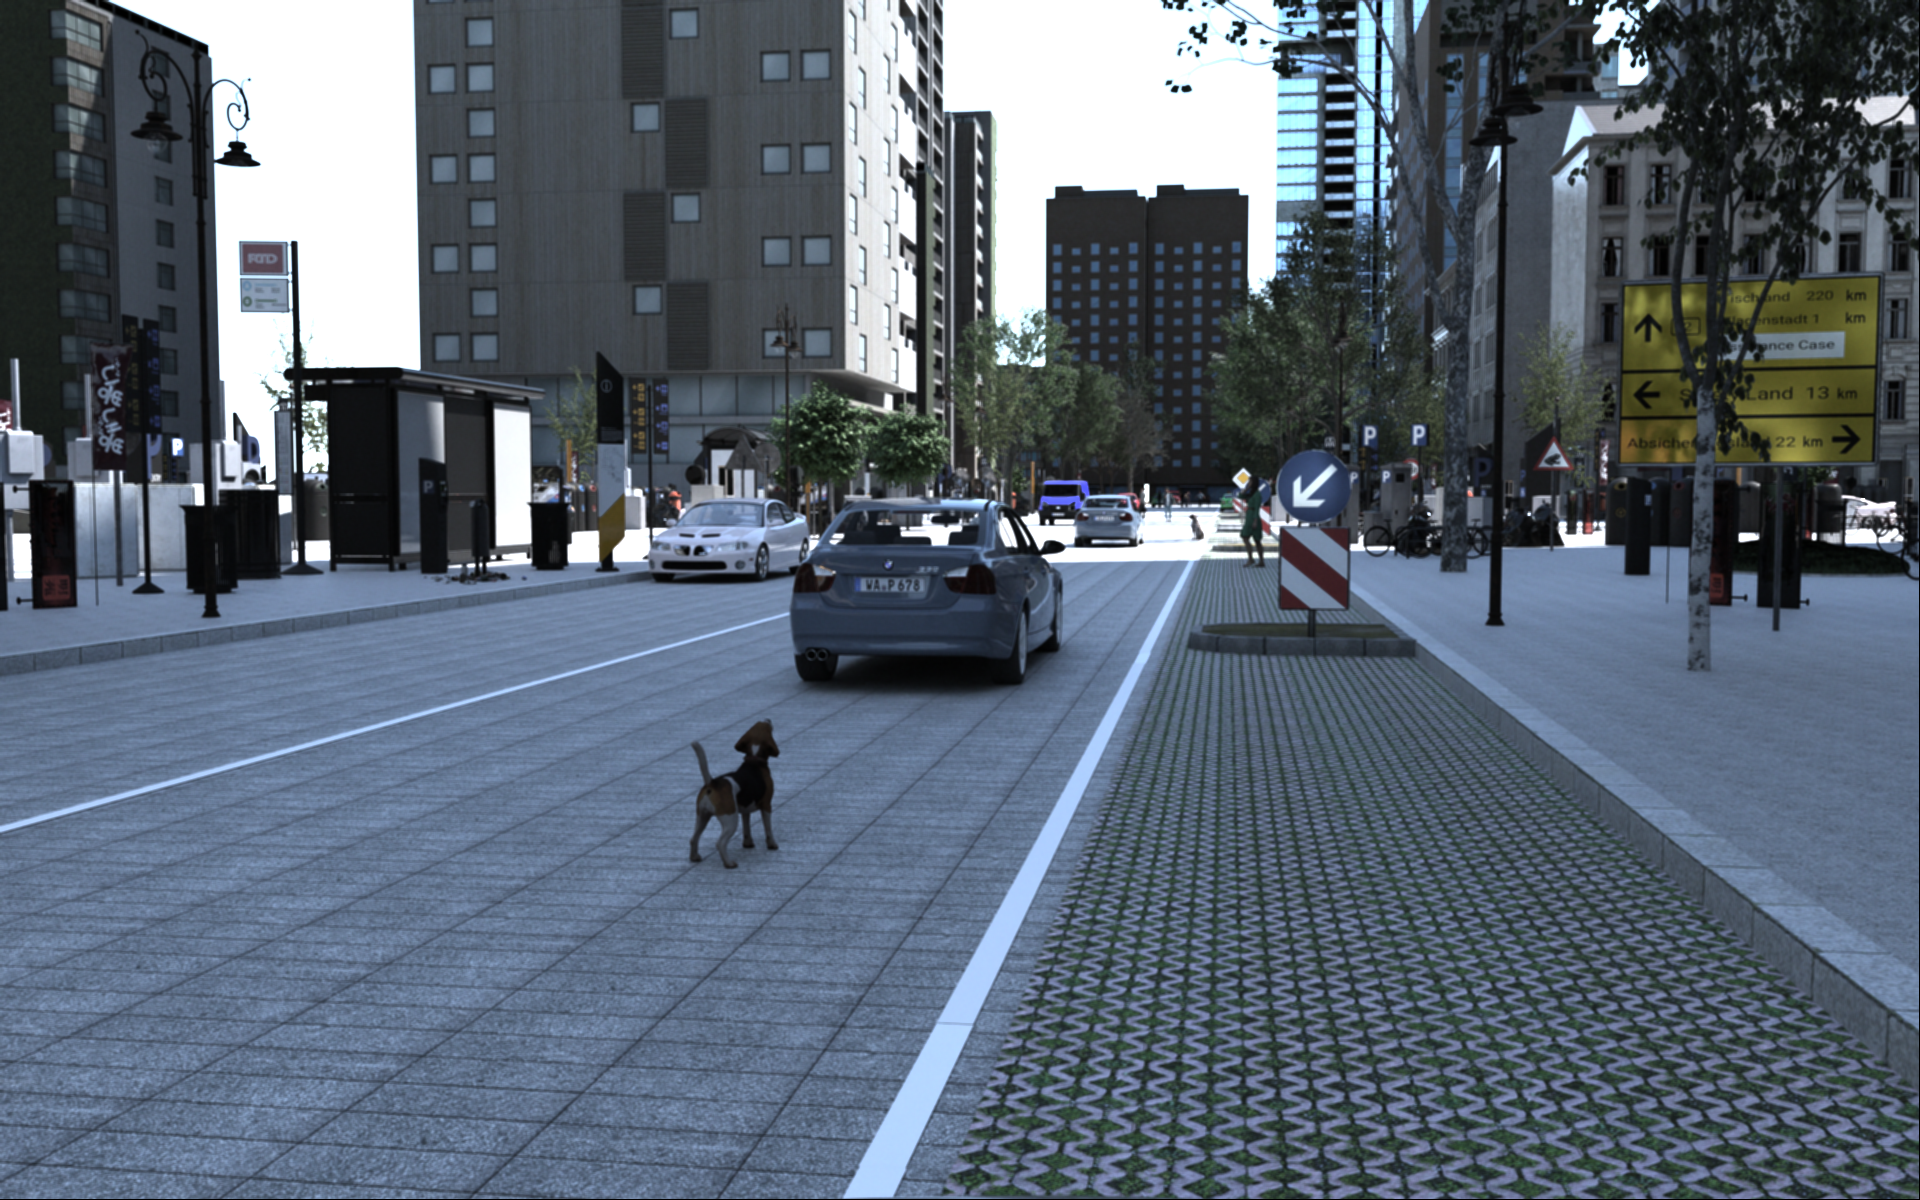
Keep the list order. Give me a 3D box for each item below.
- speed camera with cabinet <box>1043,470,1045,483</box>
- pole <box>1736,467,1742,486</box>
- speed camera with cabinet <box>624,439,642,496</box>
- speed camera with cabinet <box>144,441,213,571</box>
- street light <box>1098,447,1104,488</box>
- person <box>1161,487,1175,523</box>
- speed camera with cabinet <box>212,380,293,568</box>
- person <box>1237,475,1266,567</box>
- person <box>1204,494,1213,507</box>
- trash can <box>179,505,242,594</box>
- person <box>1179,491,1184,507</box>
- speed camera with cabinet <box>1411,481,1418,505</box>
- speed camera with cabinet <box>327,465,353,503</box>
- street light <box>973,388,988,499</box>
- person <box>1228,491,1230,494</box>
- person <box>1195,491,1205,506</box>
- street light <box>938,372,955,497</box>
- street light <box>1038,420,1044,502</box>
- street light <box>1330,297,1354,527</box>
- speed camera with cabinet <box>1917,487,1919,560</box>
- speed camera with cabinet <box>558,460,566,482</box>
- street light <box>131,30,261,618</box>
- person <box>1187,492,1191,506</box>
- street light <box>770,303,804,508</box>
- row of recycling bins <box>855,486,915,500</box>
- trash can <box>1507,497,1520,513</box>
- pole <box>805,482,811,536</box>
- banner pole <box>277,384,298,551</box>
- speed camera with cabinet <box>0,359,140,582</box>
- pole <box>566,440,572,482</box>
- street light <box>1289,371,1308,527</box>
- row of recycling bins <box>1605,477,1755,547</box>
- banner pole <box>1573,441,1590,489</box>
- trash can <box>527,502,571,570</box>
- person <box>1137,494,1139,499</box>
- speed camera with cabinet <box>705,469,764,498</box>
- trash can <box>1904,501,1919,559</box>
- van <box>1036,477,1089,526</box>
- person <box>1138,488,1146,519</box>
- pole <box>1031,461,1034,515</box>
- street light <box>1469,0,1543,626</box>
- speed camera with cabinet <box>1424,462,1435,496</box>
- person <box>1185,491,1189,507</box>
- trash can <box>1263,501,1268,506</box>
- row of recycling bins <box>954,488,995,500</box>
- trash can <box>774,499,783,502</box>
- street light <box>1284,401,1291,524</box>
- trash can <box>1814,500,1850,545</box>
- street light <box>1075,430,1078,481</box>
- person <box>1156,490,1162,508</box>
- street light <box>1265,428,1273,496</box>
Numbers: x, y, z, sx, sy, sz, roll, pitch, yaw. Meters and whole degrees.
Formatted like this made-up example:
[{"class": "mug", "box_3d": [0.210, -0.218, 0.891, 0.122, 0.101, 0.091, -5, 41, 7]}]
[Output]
[{"class": "speed camera with cabinet", "box_3d": [6.674, -9.010, 141.643, 0.660, 3.252, 2.038, 0, 4, 2]}, {"class": "pole", "box_3d": [34.374, -5.052, 76.449, 0.158, 3.312, 0.155, 0, 3, 0]}, {"class": "speed camera with cabinet", "box_3d": [-12.195, -4.219, 63.322, 0.660, 3.252, 2.038, 0, 4, 7]}, {"class": "speed camera with cabinet", "box_3d": [-13.713, -2.114, 28.898, 2.038, 3.252, 0.660, 0, 4, -4]}, {"class": "street light", "box_3d": [11.944, -10.677, 147.348, 0.468, 5.910, 1.993, 1, 4, 9]}, {"class": "person", "box_3d": [10.330, -4.729, 86.173, 0.623, 1.781, 0.721, -1, 4, -14]}, {"class": "speed camera with cabinet", "box_3d": [-12.745, -2.226, 30.731, 0.660, 3.252, 2.038, 1, 4, 15]}, {"class": "person", "box_3d": [5.725, -1.526, 33.692, 0.529, 1.795, 0.600, -1, 4, -15]}, {"class": "person", "box_3d": [27.757, -11.111, 193.429, 1.065, 1.426, 0.557, 0, 4, -4]}, {"class": "trash can", "box_3d": [-9.690, -0.658, 22.417, 0.748, 1.137, 0.748, 0, 3, 0]}, {"class": "person", "box_3d": [24.344, -11.077, 190.437, 0.721, 1.723, 1.217, -1, 4, -17]}, {"class": "speed camera with cabinet", "box_3d": [31.965, -7.971, 124.658, 2.038, 3.252, 0.660, -2, 4, -25]}, {"class": "speed camera with cabinet", "box_3d": [-18.712, -3.552, 52.415, 0.660, 3.252, 2.038, -1, 4, -11]}, {"class": "street light", "box_3d": [0.897, -6.268, 75.269, 0.468, 5.910, 1.993, 1, 4, 9]}, {"class": "person", "box_3d": [30.674, -11.560, 197.520, 1.348, 1.823, 0.705, 2, 4, 28]}, {"class": "person", "box_3d": [27.698, -11.702, 199.805, 1.348, 1.826, 0.705, 3, 5, 41]}, {"class": "street light", "box_3d": [-0.526, -5.695, 65.900, 0.468, 5.910, 1.993, 1, 4, 9]}, {"class": "street light", "box_3d": [4.643, -7.725, 99.085, 0.468, 5.910, 1.993, 1, 4, 9]}, {"class": "street light", "box_3d": [8.939, -4.153, 40.689, 0.468, 5.910, 1.993, 1, 4, 9]}, {"class": "speed camera with cabinet", "box_3d": [18.957, -2.307, 32.050, 2.038, 3.252, 0.660, 3, 4, 39]}, {"class": "speed camera with cabinet", "box_3d": [-22.275, -6.421, 99.323, 2.038, 3.252, 0.660, 0, 4, -2]}, {"class": "street light", "box_3d": [-7.814, -2.759, 17.897, 0.468, 5.910, 1.993, 1, 4, 9]}, {"class": "person", "box_3d": [26.721, -11.804, 202.418, 0.530, 1.710, 0.541, -1, 4, -14]}, {"class": "street light", "box_3d": [-4.190, -4.238, 42.072, 0.468, 5.910, 1.993, 1, 4, 9]}, {"class": "row of recycling bins", "box_3d": [-4.010, -5.192, 92.006, 3.534, 1.692, 1.069, 2, 4, 25]}, {"class": "trash can", "box_3d": [27.830, -4.605, 86.947, 0.748, 1.137, 0.748, 0, 3, 0]}, {"class": "pole", "box_3d": [-4.626, -3.598, 52.678, 0.158, 3.312, 0.155, 0, 3, 0]}, {"class": "banner pole", "box_3d": [-15.358, -3.032, 39.590, 0.863, 3.779, 0.401, 3, 5, 42]}, {"class": "speed camera with cabinet", "box_3d": [-13.523, -1.939, 26.044, 0.660, 3.252, 2.038, 3, 5, 39]}, {"class": "pole", "box_3d": [-14.680, -4.357, 65.073, 0.158, 3.312, 0.155, 0, 3, 0]}, {"class": "street light", "box_3d": [12.726, -5.627, 64.782, 0.468, 5.910, 1.993, 1, 4, 9]}, {"class": "row of recycling bins", "box_3d": [17.453, -2.165, 42.504, 1.069, 1.692, 3.534, -2, 4, -34]}, {"class": "banner pole", "box_3d": [29.395, -5.613, 81.789, 0.863, 3.779, 0.401, 3, 4, 36]}, {"class": "trash can", "box_3d": [-6.955, -1.082, 29.350, 0.748, 1.137, 0.748, 0, 3, 0]}, {"class": "person", "box_3d": [15.614, -8.573, 151.920, 0.557, 1.426, 1.065, -1, 4, -9]}, {"class": "speed camera with cabinet", "box_3d": [-7.954, -4.087, 61.157, 2.038, 3.252, 0.660, -2, 4, -33]}, {"class": "trash can", "box_3d": [19.170, -1.394, 34.438, 0.748, 1.137, 0.748, 0, 3, 0]}, {"class": "van", "box_3d": [4.825, -4.611, 79.774, 2.240, 2.365, 5.245, 1, 4, 10]}, {"class": "person", "box_3d": [10.401, -5.522, 98.969, 0.473, 1.802, 0.592, 3, 5, 42]}, {"class": "pole", "box_3d": [4.536, -6.994, 108.199, 0.158, 3.312, 0.155, 0, 3, 0]}, {"class": "street light", "box_3d": [5.236, -2.690, 16.775, 0.468, 5.910, 1.993, 1, 4, 9]}, {"class": "speed camera with cabinet", "box_3d": [30.008, -6.983, 108.516, 2.038, 3.252, 0.660, 0, 4, -3]}, {"class": "person", "box_3d": [25.565, -11.379, 195.269, 0.721, 1.735, 1.217, 2, 4, 27]}, {"class": "trash can", "box_3d": [19.070, -5.846, 107.235, 0.748, 1.137, 0.748, 0, 3, 0]}, {"class": "row of recycling bins", "box_3d": [0.800, -7.218, 125.128, 3.534, 1.692, 1.069, 0, 4, 6]}, {"class": "trash can", "box_3d": [-5.091, -2.120, 46.320, 0.748, 1.137, 0.748, 0, 3, 0]}, {"class": "street light", "box_3d": [14.198, -6.243, 74.857, 0.468, 5.910, 1.993, 1, 4, 9]}, {"class": "trash can", "box_3d": [20.041, -1.724, 39.841, 0.748, 1.137, 0.748, 0, 3, 0]}, {"class": "street light", "box_3d": [8.284, -9.206, 123.298, 0.468, 5.910, 1.993, 1, 4, 9]}, {"class": "person", "box_3d": [20.701, -10.487, 179.992, 0.705, 1.821, 1.348, -1, 4, -16]}, {"class": "street light", "box_3d": [17.805, -7.701, 98.694, 0.468, 5.910, 1.993, 1, 4, 9]}]
